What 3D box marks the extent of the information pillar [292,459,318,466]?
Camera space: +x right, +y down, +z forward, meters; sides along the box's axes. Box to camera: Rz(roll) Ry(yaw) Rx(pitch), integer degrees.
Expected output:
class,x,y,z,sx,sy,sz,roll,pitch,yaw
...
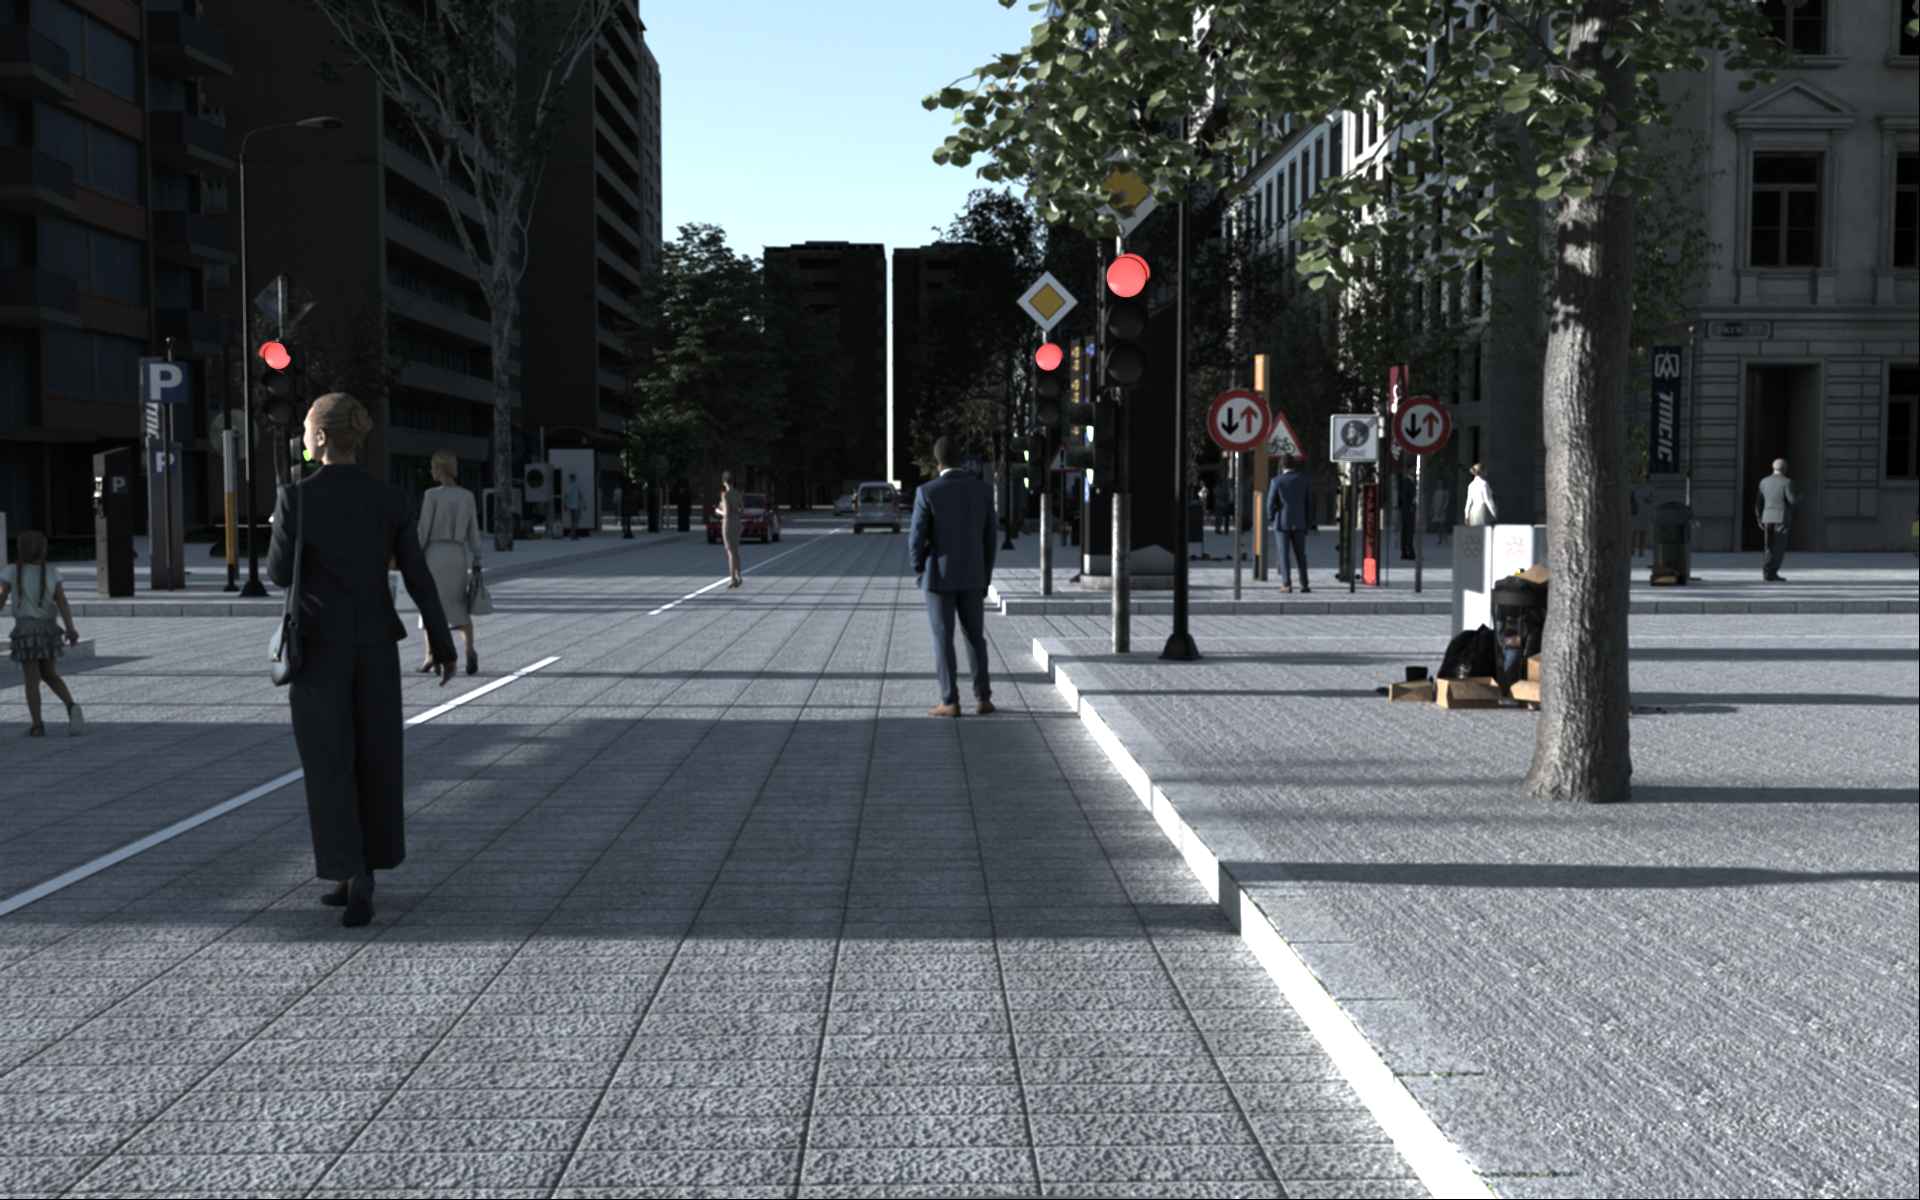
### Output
class,x,y,z,sx,sy,sz,roll,pitch,yaw
information pillar,-9.405,-1.249,24.910,0.304,2.012,0.304,-2,4,-34

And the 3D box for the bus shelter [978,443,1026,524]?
class,x,y,z,sx,sy,sz,roll,pitch,yaw
bus shelter,1.747,-4.701,70.789,2.014,3.302,5.546,0,4,-1

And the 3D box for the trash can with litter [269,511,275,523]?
class,x,y,z,sx,sy,sz,roll,pitch,yaw
trash can with litter,-11.576,-1.156,30.281,0.624,1.170,1.055,0,3,0

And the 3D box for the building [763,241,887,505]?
class,x,y,z,sx,sy,sz,roll,pitch,yaw
building,-15.438,-26.238,200.686,14.107,30.474,14.160,0,4,-1

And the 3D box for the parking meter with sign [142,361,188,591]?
class,x,y,z,sx,sy,sz,roll,pitch,yaw
parking meter with sign,-10.784,-1.669,23.544,0.543,3.016,1.738,-2,4,-25

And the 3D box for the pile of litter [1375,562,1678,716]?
class,x,y,z,sx,sy,sz,roll,pitch,yaw
pile of litter,3.392,0.208,10.564,1.176,0.858,1.719,-2,4,-34

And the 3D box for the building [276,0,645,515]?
class,x,y,z,sx,sy,sz,roll,pitch,yaw
building,-36.364,-30.999,130.536,21.300,48.544,21.600,0,4,-1

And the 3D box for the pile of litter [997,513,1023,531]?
class,x,y,z,sx,sy,sz,roll,pitch,yaw
pile of litter,1.825,-2.852,60.592,1.719,0.858,1.176,-2,4,-24

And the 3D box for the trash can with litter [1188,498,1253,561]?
class,x,y,z,sx,sy,sz,roll,pitch,yaw
trash can with litter,4.822,-1.367,33.410,2.233,1.210,1.678,1,4,10

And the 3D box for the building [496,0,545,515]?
class,x,y,z,sx,sy,sz,roll,pitch,yaw
building,-41.203,-25.445,107.905,32.217,40.220,23.993,0,4,-1

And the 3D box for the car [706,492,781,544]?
class,x,y,z,sx,sy,sz,roll,pitch,yaw
car,-6.369,-2.579,51.203,2.155,1.783,4.494,0,4,0

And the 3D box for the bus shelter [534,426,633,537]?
class,x,y,z,sx,sy,sz,roll,pitch,yaw
bus shelter,-11.682,-3.682,54.131,2.014,3.302,5.546,0,4,-1

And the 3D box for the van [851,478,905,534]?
class,x,y,z,sx,sy,sz,roll,pitch,yaw
van,-3.048,-3.493,64.125,2.013,2.044,4.112,0,4,-1

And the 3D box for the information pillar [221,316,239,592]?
class,x,y,z,sx,sy,sz,roll,pitch,yaw
information pillar,-9.579,-1.915,22.663,0.183,3.616,0.504,-2,4,-24

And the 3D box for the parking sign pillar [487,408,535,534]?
class,x,y,z,sx,sy,sz,roll,pitch,yaw
parking sign pillar,-14.027,-4.005,53.962,1.447,3.967,1.447,0,4,-5

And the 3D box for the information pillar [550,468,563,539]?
class,x,y,z,sx,sy,sz,roll,pitch,yaw
information pillar,-11.450,-2.734,49.190,0.304,2.012,0.304,-1,4,-21

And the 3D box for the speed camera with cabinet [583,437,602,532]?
class,x,y,z,sx,sy,sz,roll,pitch,yaw
speed camera with cabinet,-12.666,-3.987,59.530,0.660,3.252,2.038,-1,4,-15

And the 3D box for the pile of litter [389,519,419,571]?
class,x,y,z,sx,sy,sz,roll,pitch,yaw
pile of litter,-9.648,-0.956,29.598,1.176,0.858,1.719,0,4,-3

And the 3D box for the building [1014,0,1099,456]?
class,x,y,z,sx,sy,sz,roll,pitch,yaw
building,21.571,-54.530,204.233,31.000,86.520,22.319,0,4,-1

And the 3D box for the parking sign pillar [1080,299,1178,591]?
class,x,y,z,sx,sy,sz,roll,pitch,yaw
parking sign pillar,2.366,-2.146,23.560,1.447,3.967,1.447,0,4,-5

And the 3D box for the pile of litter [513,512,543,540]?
class,x,y,z,sx,sy,sz,roll,pitch,yaw
pile of litter,-12.389,-2.143,49.010,1.176,0.858,1.719,0,4,-5

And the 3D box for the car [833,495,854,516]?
class,x,y,z,sx,sy,sz,roll,pitch,yaw
car,-7.247,-6.203,113.775,2.083,1.381,4.827,0,3,0

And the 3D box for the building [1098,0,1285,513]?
class,x,y,z,sx,sy,sz,roll,pitch,yaw
building,26.293,-33.995,145.053,28.713,52.752,27.495,0,4,-1

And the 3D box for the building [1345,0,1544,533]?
class,x,y,z,sx,sy,sz,roll,pitch,yaw
building,20.341,-12.456,58.405,10.420,20.320,16.860,0,4,-1

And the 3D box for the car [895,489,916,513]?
class,x,y,z,sx,sy,sz,roll,pitch,yaw
car,-4.436,-7.492,131.168,2.281,1.827,5.304,0,4,0

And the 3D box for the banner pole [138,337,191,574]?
class,x,y,z,sx,sy,sz,roll,pitch,yaw
banner pole,-12.761,-2.305,27.697,0.863,3.779,0.401,1,4,14

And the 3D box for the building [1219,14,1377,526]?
class,x,y,z,sx,sy,sz,roll,pitch,yaw
building,22.158,-15.255,82.704,16.112,22.955,30.059,0,4,-1

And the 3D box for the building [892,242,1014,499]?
class,x,y,z,sx,sy,sz,roll,pitch,yaw
building,-0.931,-26.302,201.733,14.107,30.474,14.160,0,4,-1

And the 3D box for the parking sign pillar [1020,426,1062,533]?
class,x,y,z,sx,sy,sz,roll,pitch,yaw
parking sign pillar,2.757,-4.265,58.209,1.447,3.967,1.447,-2,4,-29

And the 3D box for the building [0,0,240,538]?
class,x,y,z,sx,sy,sz,roll,pitch,yaw
building,-34.303,-24.048,47.814,22.147,44.769,28.867,0,4,-1

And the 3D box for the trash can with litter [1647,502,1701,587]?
class,x,y,z,sx,sy,sz,roll,pitch,yaw
trash can with litter,10.001,-0.789,24.285,0.624,1.170,1.055,2,4,27

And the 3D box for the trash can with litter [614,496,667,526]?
class,x,y,z,sx,sy,sz,roll,pitch,yaw
trash can with litter,-13.536,-3.810,73.357,2.233,1.210,1.678,1,4,11

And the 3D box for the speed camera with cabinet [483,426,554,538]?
class,x,y,z,sx,sy,sz,roll,pitch,yaw
speed camera with cabinet,-12.884,-3.436,50.507,2.038,3.252,0.660,1,4,14

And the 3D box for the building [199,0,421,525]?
class,x,y,z,sx,sy,sz,roll,pitch,yaw
building,-34.852,-27.961,80.868,21.300,48.544,21.600,0,4,-1

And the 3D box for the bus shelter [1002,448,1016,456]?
class,x,y,z,sx,sy,sz,roll,pitch,yaw
bus shelter,3.120,-5.927,88.187,1.731,3.624,6.357,0,4,-2

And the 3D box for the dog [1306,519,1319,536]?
class,x,y,z,sx,sy,sz,roll,pitch,yaw
dog,10.899,-2.247,53.568,0.406,0.507,0.540,1,4,11

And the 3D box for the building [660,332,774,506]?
class,x,y,z,sx,sy,sz,roll,pitch,yaw
building,-37.109,-22.153,207.239,28.899,21.520,27.650,0,4,-1

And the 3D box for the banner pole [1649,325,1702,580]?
class,x,y,z,sx,sy,sz,roll,pitch,yaw
banner pole,10.646,-2.187,25.776,0.863,3.779,0.401,0,4,-4

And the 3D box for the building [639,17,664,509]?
class,x,y,z,sx,sy,sz,roll,pitch,yaw
building,-33.382,-28.575,150.799,14.086,41.232,14.154,0,4,-1

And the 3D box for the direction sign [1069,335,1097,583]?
class,x,y,z,sx,sy,sz,roll,pitch,yaw
direction sign,1.786,-2.029,25.166,0.379,3.537,0.876,-1,4,-19

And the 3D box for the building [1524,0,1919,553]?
class,x,y,z,sx,sy,sz,roll,pitch,yaw
building,25.743,-12.608,42.290,21.152,22.565,11.583,0,4,-1
